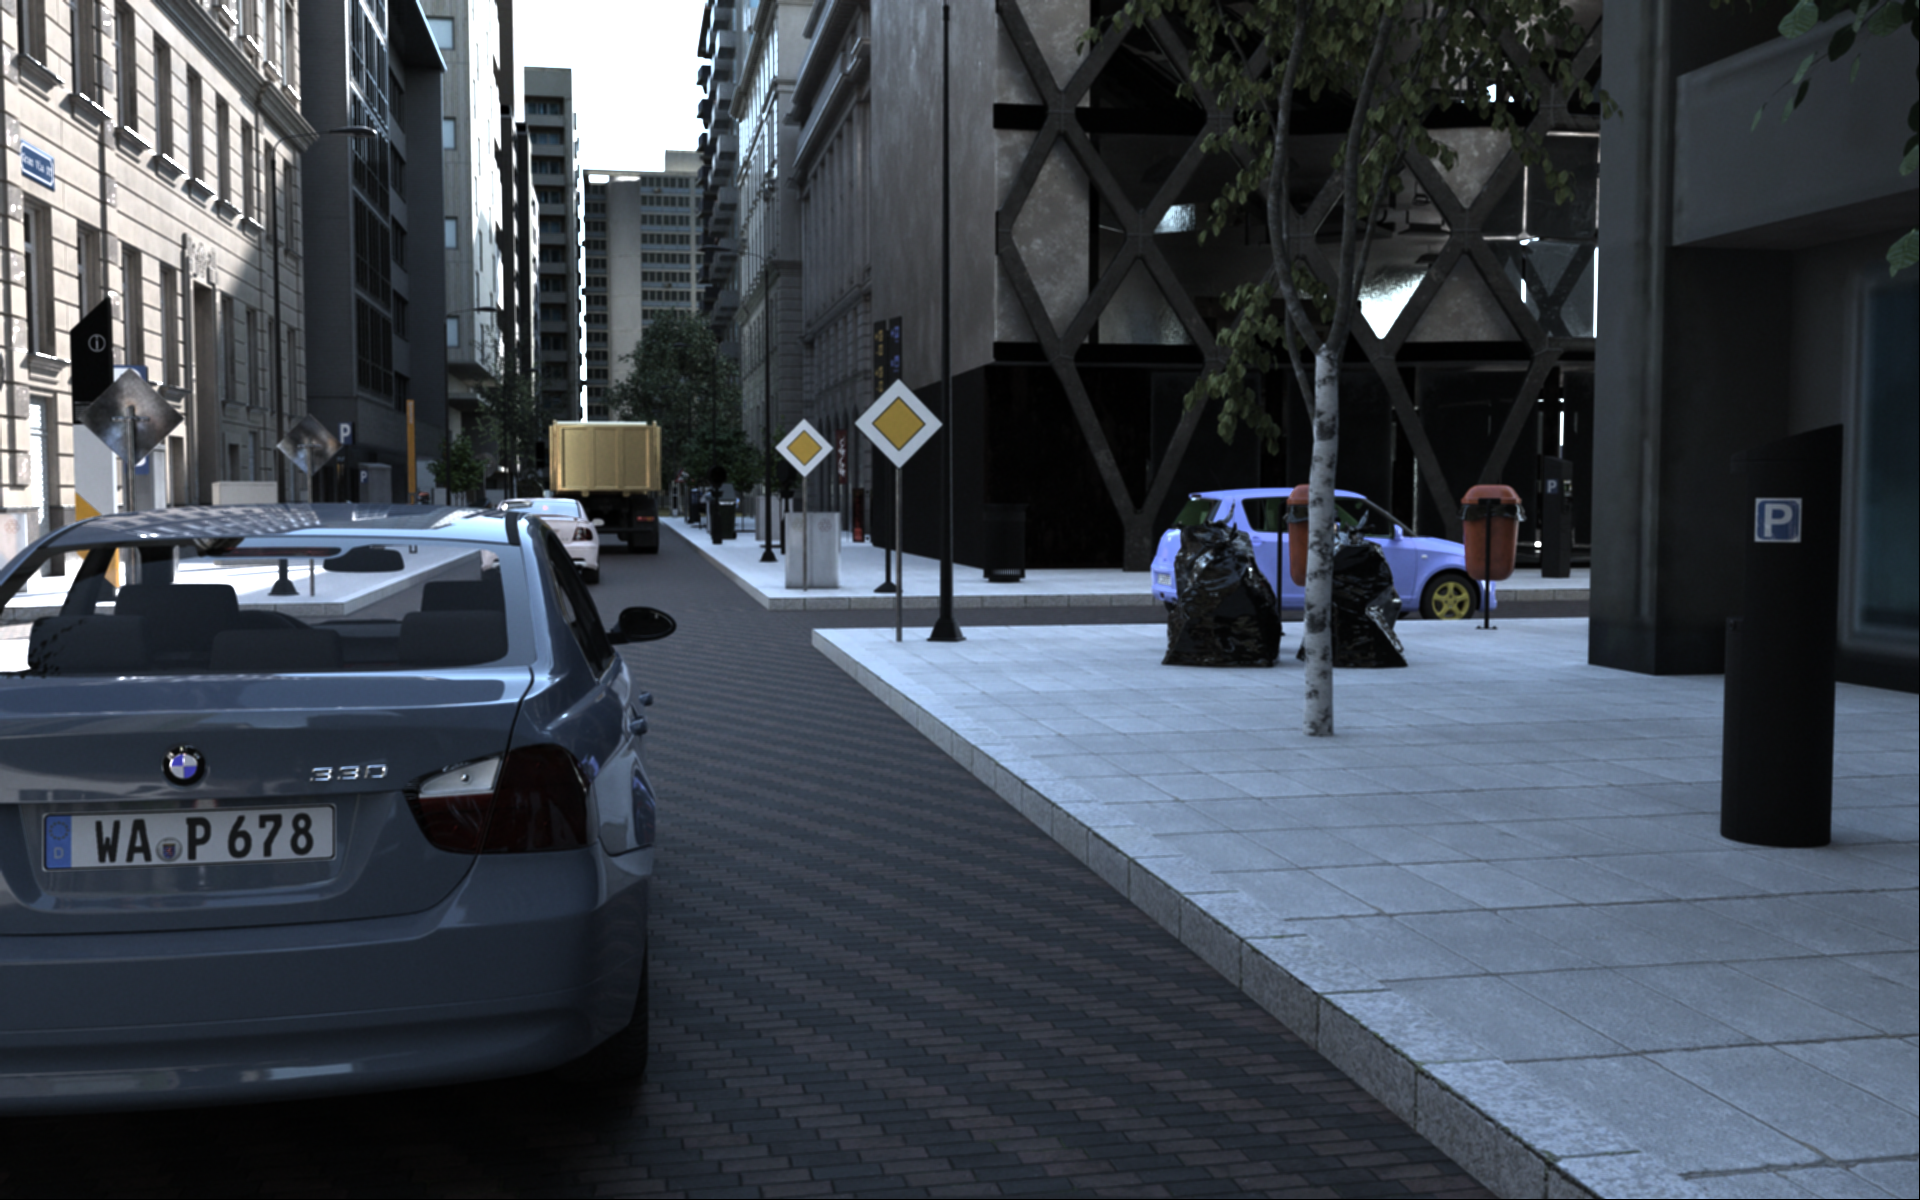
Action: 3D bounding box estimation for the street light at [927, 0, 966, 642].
[{"bbox_3d":[-0.651,-2.592,14.922,1.470,5.913,1.316,-1,4,-11],"label":"street light"}]

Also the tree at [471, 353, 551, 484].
[{"bbox_3d":[-22.859,-8.508,89.462,4.737,8.622,4.395,0,3,0],"label":"tree"}]

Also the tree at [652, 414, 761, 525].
[{"bbox_3d":[-9.818,-5.351,71.199,4.285,4.588,4.351,0,3,0],"label":"tree"}]

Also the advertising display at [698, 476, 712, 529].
[{"bbox_3d":[-9.037,-3.525,62.841,0.974,1.923,0.123,1,4,15],"label":"advertising display"}]

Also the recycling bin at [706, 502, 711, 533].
[{"bbox_3d":[-7.893,-2.723,57.070,0.722,1.027,0.722,1,4,14],"label":"recycling bin"}]

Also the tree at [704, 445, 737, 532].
[{"bbox_3d":[-7.446,-3.923,58.739,1.663,3.219,1.824,0,3,0],"label":"tree"}]

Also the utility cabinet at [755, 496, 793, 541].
[{"bbox_3d":[-5.149,-2.253,47.992,1.020,1.237,0.306,-2,4,-26],"label":"utility cabinet"}]

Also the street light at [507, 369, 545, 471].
[{"bbox_3d":[-16.287,-5.603,64.143,1.470,5.913,1.316,-1,4,-11],"label":"street light"}]

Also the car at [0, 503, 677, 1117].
[{"bbox_3d":[-1.872,0.407,5.345,2.014,1.417,4.499,-1,4,-11],"label":"car"}]

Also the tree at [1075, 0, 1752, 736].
[{"bbox_3d":[2.107,-3.594,9.122,4.737,8.622,4.395,0,3,0],"label":"tree"}]

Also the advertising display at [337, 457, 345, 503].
[{"bbox_3d":[-10.961,-1.559,30.708,0.123,1.923,0.974,-1,4,-19],"label":"advertising display"}]

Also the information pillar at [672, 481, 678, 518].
[{"bbox_3d":[-15.540,-5.502,94.451,0.304,2.012,0.304,-1,4,-10],"label":"information pillar"}]

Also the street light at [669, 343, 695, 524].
[{"bbox_3d":[-8.154,-4.959,53.621,1.470,5.913,1.316,-1,4,-11],"label":"street light"}]

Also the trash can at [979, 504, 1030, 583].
[{"bbox_3d":[0.646,-0.832,25.256,0.748,1.137,0.748,0,3,0],"label":"trash can"}]

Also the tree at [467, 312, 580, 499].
[{"bbox_3d":[-18.011,-7.367,70.807,4.360,8.622,3.978,0,3,0],"label":"tree"}]

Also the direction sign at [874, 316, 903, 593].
[{"bbox_3d":[-0.938,-1.868,22.546,0.379,3.537,0.876,-2,4,-25],"label":"direction sign"}]

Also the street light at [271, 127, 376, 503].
[{"bbox_3d":[-8.077,-3.023,21.963,1.470,5.913,1.316,-1,4,-11],"label":"street light"}]

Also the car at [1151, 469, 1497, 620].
[{"bbox_3d":[3.969,-0.569,18.892,3.694,1.707,1.945,-1,4,-10],"label":"car"}]

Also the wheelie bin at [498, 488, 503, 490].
[{"bbox_3d":[-23.684,-4.971,89.180,0.693,1.594,0.980,0,4,3],"label":"wheelie bin"}]

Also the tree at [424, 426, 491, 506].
[{"bbox_3d":[-14.109,-3.353,49.420,1.663,3.219,1.824,0,3,0],"label":"tree"}]

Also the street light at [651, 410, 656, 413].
[{"bbox_3d":[-16.441,-7.576,96.407,1.470,5.913,1.316,-1,4,-11],"label":"street light"}]

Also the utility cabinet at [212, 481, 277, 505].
[{"bbox_3d":[-12.615,-1.347,30.704,0.318,1.500,1.173,3,5,39],"label":"utility cabinet"}]

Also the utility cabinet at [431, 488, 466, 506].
[{"bbox_3d":[-18.329,-3.268,62.103,1.173,1.500,0.318,-2,4,-35],"label":"utility cabinet"}]

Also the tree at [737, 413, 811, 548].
[{"bbox_3d":[-4.263,-2.876,41.623,1.663,3.219,1.824,0,3,0],"label":"tree"}]

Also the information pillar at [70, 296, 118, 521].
[{"bbox_3d":[-10.285,-1.790,20.617,0.504,3.616,0.183,0,4,2],"label":"information pillar"}]

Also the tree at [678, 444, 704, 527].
[{"bbox_3d":[-10.053,-4.422,66.903,1.663,3.219,1.824,0,3,0],"label":"tree"}]

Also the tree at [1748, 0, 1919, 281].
[{"bbox_3d":[3.193,-1.200,3.329,4.285,4.588,4.351,0,3,0],"label":"tree"}]

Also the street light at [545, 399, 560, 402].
[{"bbox_3d":[-20.231,-6.874,84.928,1.470,5.913,1.316,-1,4,-11],"label":"street light"}]

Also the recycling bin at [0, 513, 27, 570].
[{"bbox_3d":[-12.598,-0.609,22.519,0.722,1.027,0.722,-3,5,-40],"label":"recycling bin"}]

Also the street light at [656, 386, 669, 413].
[{"bbox_3d":[-12.203,-6.250,74.723,1.470,5.913,1.316,-1,4,-11],"label":"street light"}]

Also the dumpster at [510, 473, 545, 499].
[{"bbox_3d":[-19.829,-4.702,79.375,1.502,2.255,1.985,-1,4,-11],"label":"dumpster"}]

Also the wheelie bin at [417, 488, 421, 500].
[{"bbox_3d":[-29.199,-5.184,92.672,0.980,1.594,0.693,1,4,14],"label":"wheelie bin"}]

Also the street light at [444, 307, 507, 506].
[{"bbox_3d":[-12.165,-4.308,42.984,1.470,5.913,1.316,-1,4,-11],"label":"street light"}]

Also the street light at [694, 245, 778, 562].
[{"bbox_3d":[-4.168,-3.674,32.616,1.470,5.913,1.316,-1,4,-11],"label":"street light"}]

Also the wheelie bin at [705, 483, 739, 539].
[{"bbox_3d":[-6.777,-2.525,49.186,0.980,1.594,0.693,-2,4,-28],"label":"wheelie bin"}]

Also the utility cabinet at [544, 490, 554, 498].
[{"bbox_3d":[-22.241,-5.201,93.710,0.318,1.500,1.173,-2,4,-32],"label":"utility cabinet"}]

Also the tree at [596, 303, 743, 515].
[{"bbox_3d":[-16.974,-11.433,103.945,9.611,12.733,9.660,0,3,0],"label":"tree"}]

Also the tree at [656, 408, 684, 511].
[{"bbox_3d":[-21.495,-10.887,128.366,4.360,8.622,3.978,0,3,0],"label":"tree"}]

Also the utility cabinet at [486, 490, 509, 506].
[{"bbox_3d":[-22.785,-4.673,85.077,1.173,1.500,0.318,-3,4,-36],"label":"utility cabinet"}]

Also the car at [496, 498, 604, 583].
[{"bbox_3d":[-7.001,-1.016,28.981,2.083,1.381,4.827,-1,4,-13],"label":"car"}]

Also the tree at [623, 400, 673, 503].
[{"bbox_3d":[-27.610,-13.521,155.483,7.601,10.594,8.767,-1,4,-19],"label":"tree"}]
